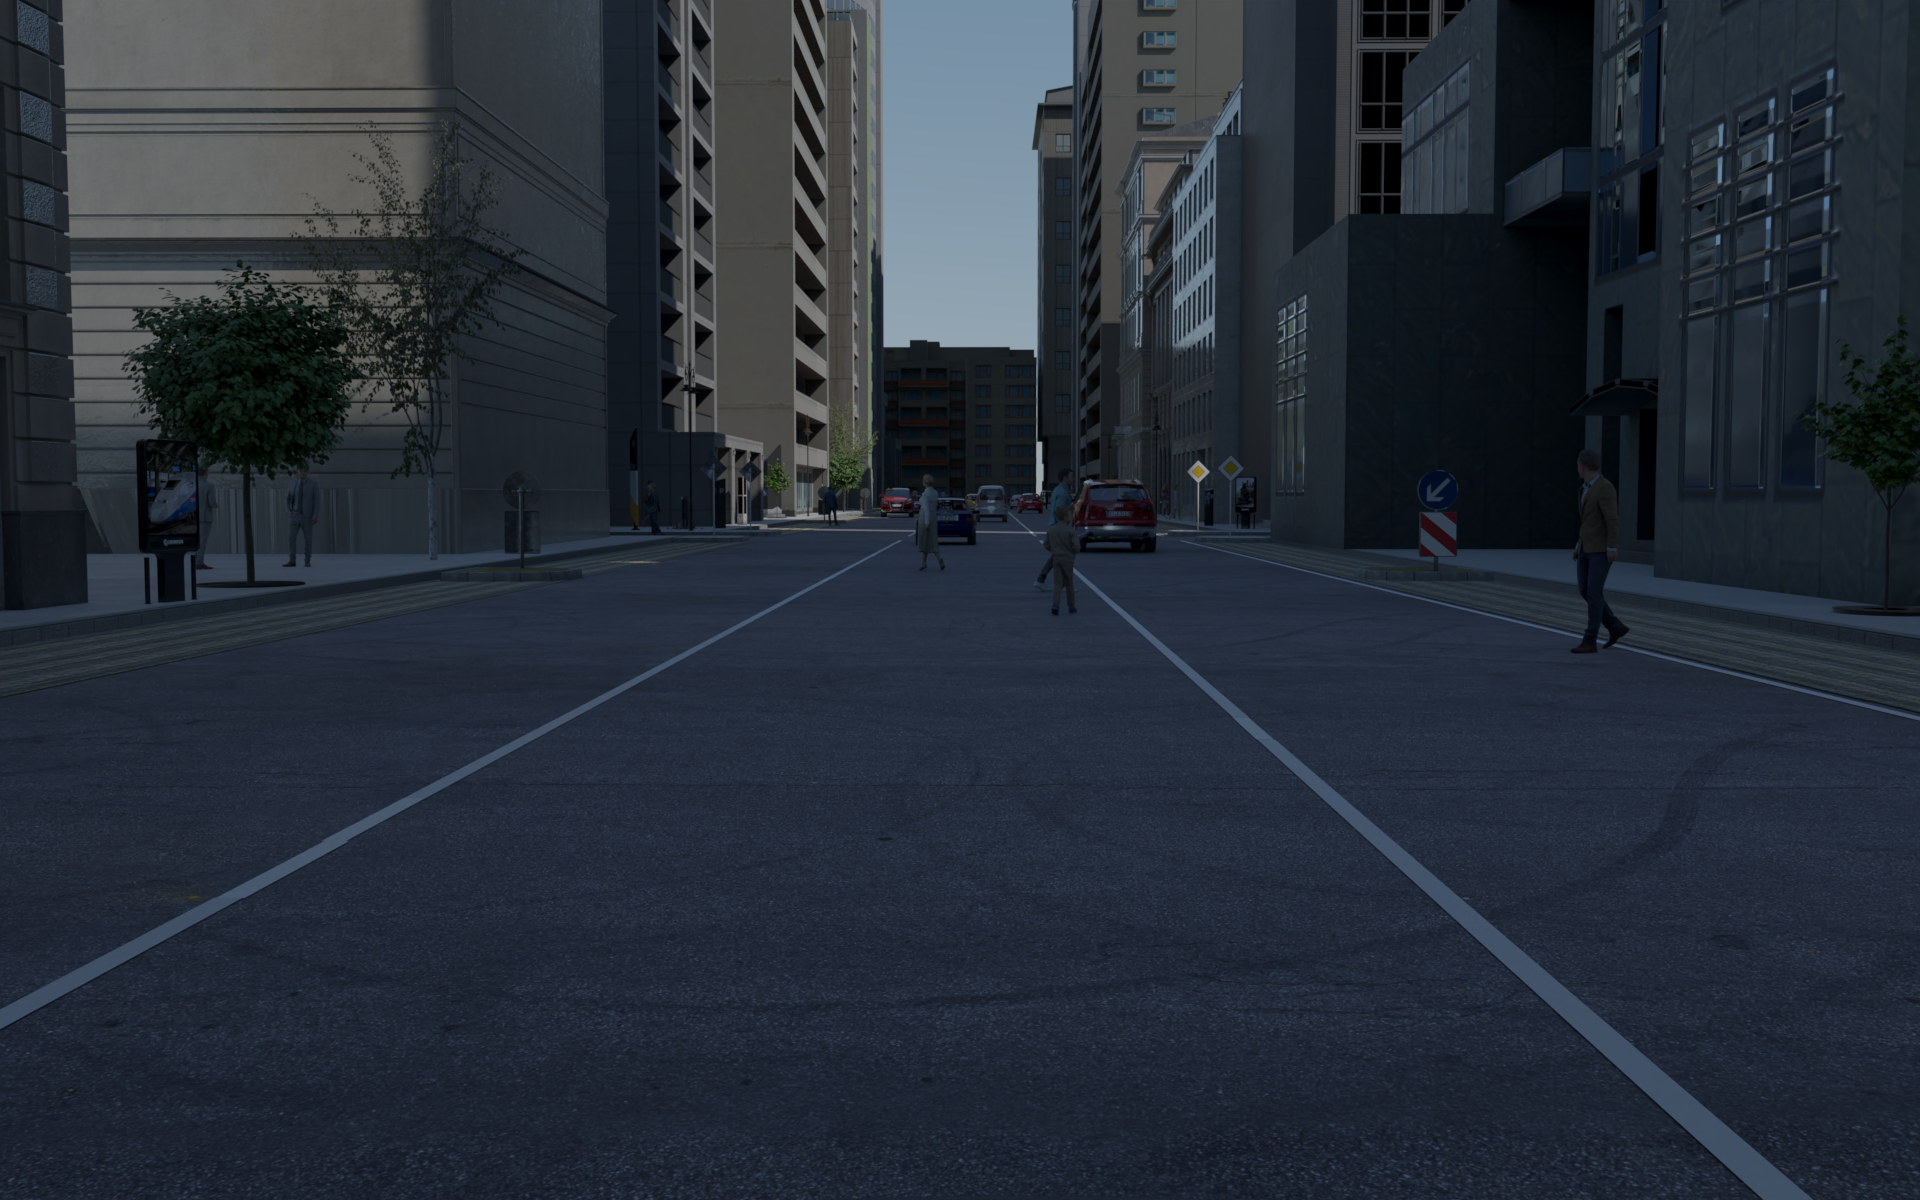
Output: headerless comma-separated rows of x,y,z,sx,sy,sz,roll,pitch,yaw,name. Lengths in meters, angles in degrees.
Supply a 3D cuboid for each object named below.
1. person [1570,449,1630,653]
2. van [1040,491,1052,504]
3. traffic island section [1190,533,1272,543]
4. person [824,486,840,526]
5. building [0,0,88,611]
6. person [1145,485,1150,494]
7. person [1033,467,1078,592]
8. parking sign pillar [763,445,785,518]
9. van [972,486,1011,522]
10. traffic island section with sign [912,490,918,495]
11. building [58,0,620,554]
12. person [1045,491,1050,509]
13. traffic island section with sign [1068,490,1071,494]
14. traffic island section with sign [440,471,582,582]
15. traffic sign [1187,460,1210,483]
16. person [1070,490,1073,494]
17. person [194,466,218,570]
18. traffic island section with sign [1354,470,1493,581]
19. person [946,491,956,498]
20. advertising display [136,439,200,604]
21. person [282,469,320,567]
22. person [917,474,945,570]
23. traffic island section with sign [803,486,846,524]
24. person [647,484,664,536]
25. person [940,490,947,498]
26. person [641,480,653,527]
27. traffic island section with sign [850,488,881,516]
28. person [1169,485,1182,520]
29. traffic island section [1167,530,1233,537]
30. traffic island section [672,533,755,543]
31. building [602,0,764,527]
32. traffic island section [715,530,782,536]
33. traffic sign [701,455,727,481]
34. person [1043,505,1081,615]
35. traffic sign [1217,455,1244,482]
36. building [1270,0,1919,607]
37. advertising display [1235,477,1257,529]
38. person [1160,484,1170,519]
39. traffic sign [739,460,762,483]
5.806,-0.453,15.812,0.836,1.842,0.656,-2,4,-33,person
10.446,-12.448,210.530,2.013,2.044,4.112,0,4,0,van
8.118,-1.803,51.768,2.009,0.180,2.903,0,4,1,traffic island section
-5.830,-4.286,78.758,0.721,1.800,0.419,1,4,9,person
-16.128,-12.866,7.621,12.463,27.353,25.104,0,4,1,building
10.765,-5.647,98.643,0.573,1.790,0.520,2,4,27,person
1.403,-1.032,25.394,0.620,1.820,0.660,-1,4,-10,person
-10.255,-6.467,94.204,1.447,3.967,1.447,2,4,29,parking sign pillar
1.615,-5.037,89.362,2.013,2.044,4.112,0,4,1,van
-4.888,-11.053,189.350,1.989,1.847,2.006,0,4,1,traffic island section with sign
-24.753,-12.874,43.778,30.059,22.955,16.112,0,4,1,building
8.557,-9.796,169.378,0.721,1.735,1.217,-1,4,-17,person
9.894,-9.350,161.493,1.989,1.847,2.006,0,4,1,traffic island section with sign
-7.455,-1.252,29.098,1.989,1.847,2.006,0,4,1,traffic island section with sign
8.223,-3.516,59.670,0.795,2.593,0.064,0,4,1,traffic sign
12.024,-11.203,189.738,0.750,1.759,0.617,0,4,8,person
-12.884,-1.427,29.582,0.606,1.804,0.583,1,4,13,person
7.769,-1.263,29.278,1.989,1.847,2.006,0,4,1,traffic island section with sign
-0.820,-9.172,159.147,1.217,1.739,0.721,-1,4,-20,person
-9.389,-0.939,20.569,0.123,1.923,0.974,1,4,12,advertising display
-11.633,-1.496,30.610,0.635,1.810,0.391,-1,4,-9,person
-0.536,-1.447,32.382,0.478,1.798,0.641,-3,5,-44,person
-6.584,-4.647,84.600,1.989,1.847,2.006,0,4,1,traffic island section with sign
-10.058,-2.950,57.152,0.534,1.772,0.576,-1,4,-11,person
-1.508,-9.446,162.806,0.709,1.838,0.599,1,4,21,person
-12.075,-3.743,67.198,0.822,1.834,0.622,-2,4,-35,person
-6.114,-6.362,112.650,1.989,1.847,2.006,0,4,1,traffic island section with sign
10.536,-4.742,84.328,0.760,1.731,0.466,-3,4,-37,person
8.246,-2.292,59.752,2.009,0.180,2.903,0,4,1,traffic island section
-7.421,-1.819,52.021,2.009,0.180,2.903,0,4,1,traffic island section
-19.679,-39.032,76.429,20.563,71.187,20.611,0,4,1,building
-7.293,-2.307,60.005,2.009,0.180,2.903,0,4,1,traffic island section
-7.397,-3.044,51.953,0.795,2.593,0.064,0,4,1,traffic sign
1.214,-0.481,20.636,0.475,1.303,0.640,1,4,17,person
8.095,-3.027,51.686,0.795,2.593,0.064,0,4,1,traffic sign
19.995,-44.021,32.419,22.319,86.520,31.000,0,4,1,building
10.548,-3.590,63.915,0.123,1.923,0.974,-3,4,-37,advertising display
10.697,-5.160,90.384,0.573,1.828,0.580,-1,4,-13,person
-7.269,-3.532,59.938,0.795,2.593,0.064,0,4,1,traffic sign
